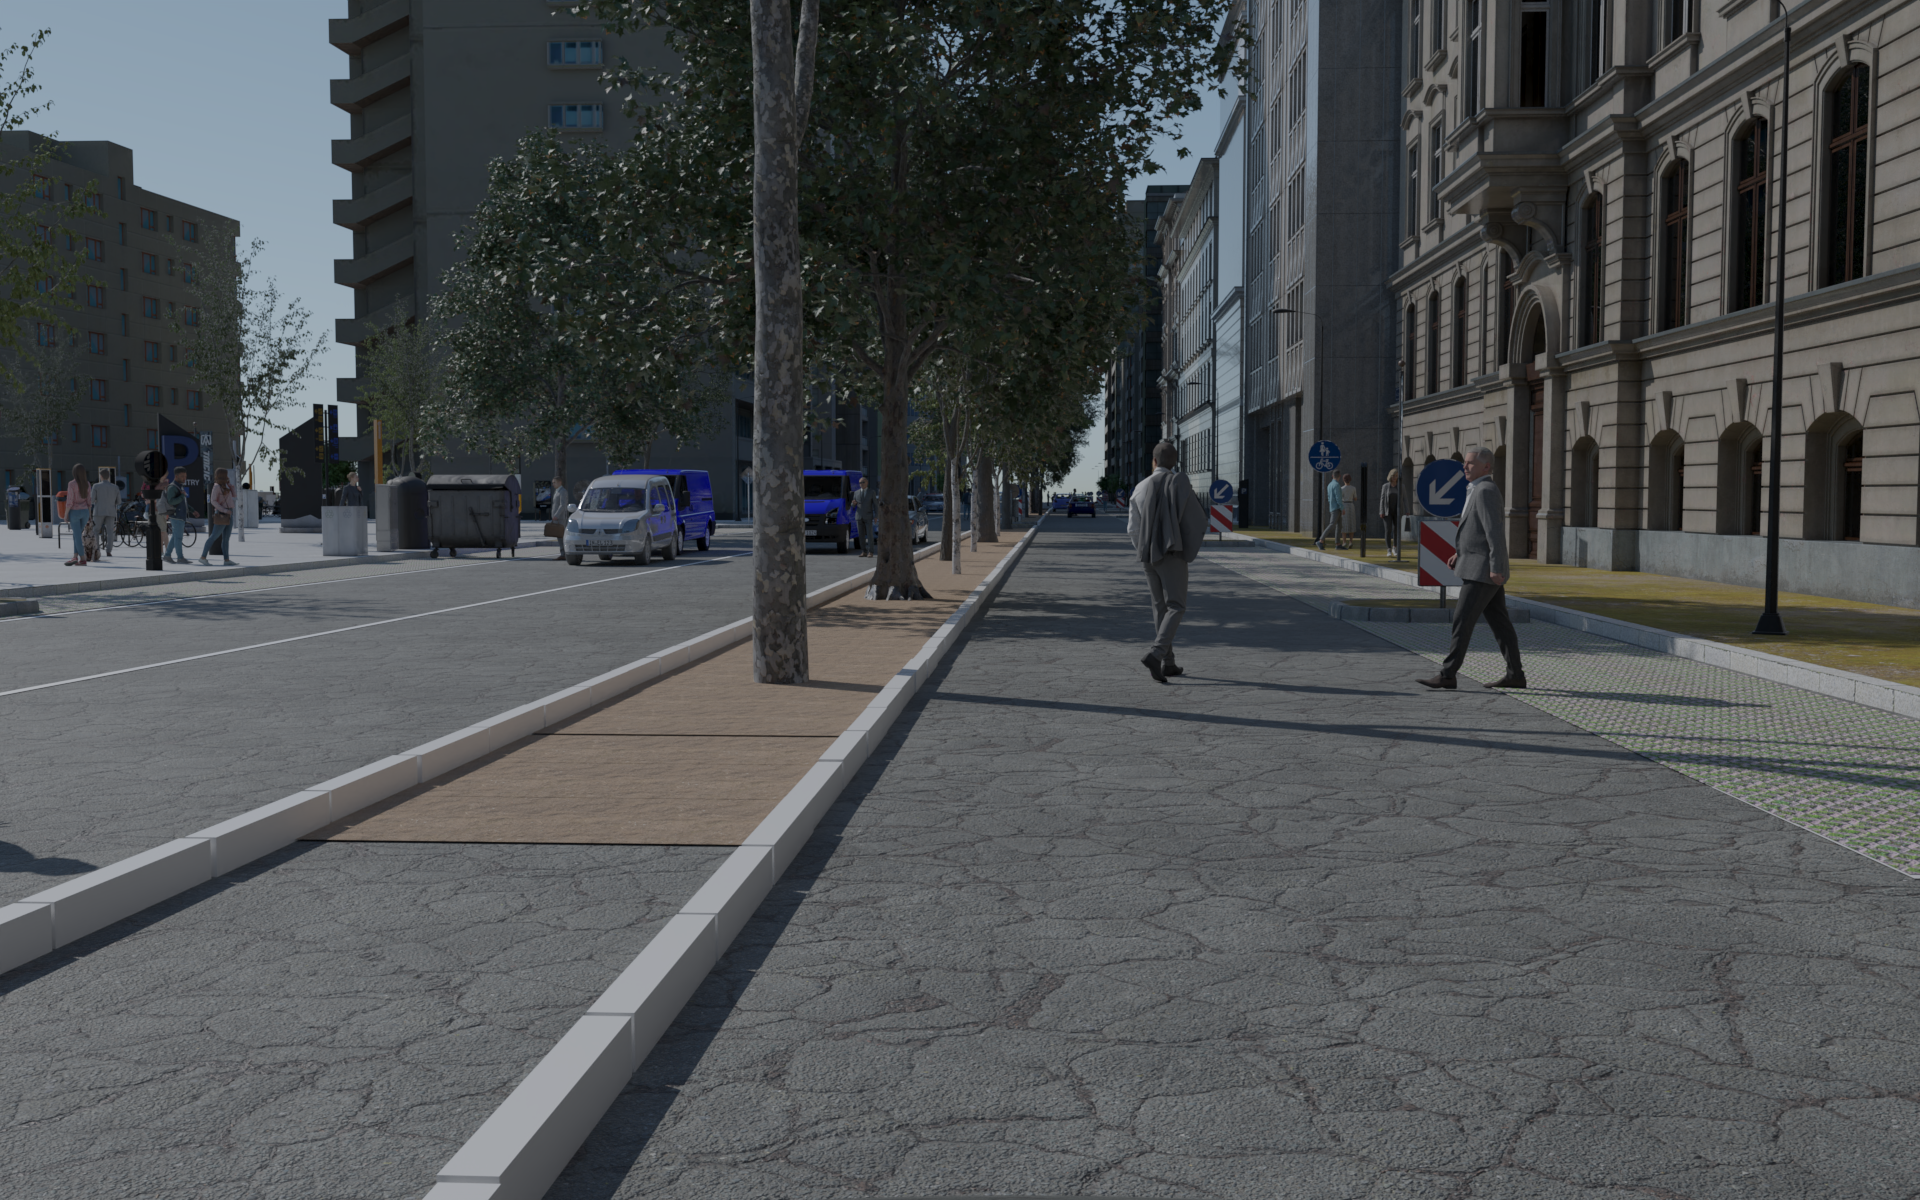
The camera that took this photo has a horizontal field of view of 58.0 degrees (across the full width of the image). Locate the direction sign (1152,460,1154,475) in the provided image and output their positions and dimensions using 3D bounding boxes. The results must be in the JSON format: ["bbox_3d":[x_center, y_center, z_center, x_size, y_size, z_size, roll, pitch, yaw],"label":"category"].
[{"bbox_3d":[13.054,-7.605,116.337,0.379,3.537,0.876,-1,4,-14],"label":"direction sign"}]

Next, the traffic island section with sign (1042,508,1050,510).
[{"bbox_3d":[7.030,-8.987,155.067,2.006,1.907,1.989,0,4,3],"label":"traffic island section with sign"}]

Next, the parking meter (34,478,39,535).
[{"bbox_3d":[-28.575,-2.948,53.914,0.399,1.863,0.255,1,4,13],"label":"parking meter"}]

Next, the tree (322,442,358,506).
[{"bbox_3d":[-34.059,-6.731,93.759,4.285,4.588,4.351,0,3,0],"label":"tree"}]

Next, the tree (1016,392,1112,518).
[{"bbox_3d":[3.980,-11.746,104.880,12.009,13.543,11.850,0,3,0],"label":"tree"}]

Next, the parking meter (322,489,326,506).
[{"bbox_3d":[-24.788,-3.602,67.296,0.372,1.533,0.369,0,3,0],"label":"parking meter"}]

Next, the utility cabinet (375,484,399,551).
[{"bbox_3d":[-12.811,-1.840,38.768,0.318,1.500,1.173,-1,4,-10],"label":"utility cabinet"}]

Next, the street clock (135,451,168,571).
[{"bbox_3d":[-13.524,-1.495,29.016,0.358,2.002,0.471,2,4,28],"label":"street clock"}]

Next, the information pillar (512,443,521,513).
[{"bbox_3d":[-18.726,-4.992,72.976,0.504,3.616,0.183,2,4,26],"label":"information pillar"}]

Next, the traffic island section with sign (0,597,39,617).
[{"bbox_3d":[-12.085,-0.718,20.371,1.989,1.847,2.006,0,4,3],"label":"traffic island section with sign"}]

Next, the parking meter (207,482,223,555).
[{"bbox_3d":[-15.629,-1.715,36.454,0.372,1.533,0.369,0,3,0],"label":"parking meter"}]

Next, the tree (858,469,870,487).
[{"bbox_3d":[-7.987,-8.629,135.687,1.663,3.219,1.824,0,3,0],"label":"tree"}]

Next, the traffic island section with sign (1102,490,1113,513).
[{"bbox_3d":[11.882,-7.411,129.792,1.989,1.847,2.006,0,4,3],"label":"traffic island section with sign"}]

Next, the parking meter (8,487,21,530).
[{"bbox_3d":[-33.782,-3.270,61.878,0.372,1.533,0.369,0,3,0],"label":"parking meter"}]

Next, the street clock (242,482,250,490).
[{"bbox_3d":[-43.926,-6.241,106.609,0.471,2.002,0.358,-2,4,-24],"label":"street clock"}]

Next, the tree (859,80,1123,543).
[{"bbox_3d":[0.787,-8.653,50.589,9.857,13.997,8.962,0,3,0],"label":"tree"}]

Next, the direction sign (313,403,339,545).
[{"bbox_3d":[-15.978,-3.163,43.718,0.379,3.537,0.876,1,4,21],"label":"direction sign"}]

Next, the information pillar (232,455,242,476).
[{"bbox_3d":[-39.382,-6.297,94.317,0.504,3.616,0.183,0,4,-5],"label":"information pillar"}]

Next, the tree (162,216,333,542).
[{"bbox_3d":[-19.176,-5.860,46.177,4.360,8.622,3.978,0,3,0],"label":"tree"}]

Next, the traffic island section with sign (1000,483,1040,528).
[{"bbox_3d":[2.583,-4.399,80.060,2.006,1.907,1.989,0,4,3],"label":"traffic island section with sign"}]

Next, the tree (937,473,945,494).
[{"bbox_3d":[-2.231,-15.272,233.416,4.285,4.588,4.351,0,3,0],"label":"tree"}]

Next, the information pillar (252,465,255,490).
[{"bbox_3d":[-57.137,-9.107,140.257,0.183,3.616,0.504,-1,4,-17],"label":"information pillar"}]

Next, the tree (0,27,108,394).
[{"bbox_3d":[-15.001,-4.611,25.745,4.737,8.622,4.395,0,3,0],"label":"tree"}]

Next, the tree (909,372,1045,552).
[{"bbox_3d":[0.313,-5.491,42.605,4.737,8.622,4.395,0,3,0],"label":"tree"}]

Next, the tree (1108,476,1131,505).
[{"bbox_3d":[17.695,-11.919,189.473,1.663,3.219,1.824,0,3,0],"label":"tree"}]

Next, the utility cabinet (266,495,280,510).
[{"bbox_3d":[-55.393,-7.860,139.676,1.020,1.237,0.306,0,4,5],"label":"utility cabinet"}]

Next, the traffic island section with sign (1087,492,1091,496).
[{"bbox_3d":[16.443,-12.117,206.739,1.989,1.847,2.006,0,4,3],"label":"traffic island section with sign"}]

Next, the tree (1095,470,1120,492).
[{"bbox_3d":[22.433,-17.255,265.827,4.285,4.588,4.351,0,3,0],"label":"tree"}]

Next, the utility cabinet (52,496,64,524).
[{"bbox_3d":[-38.865,-3.877,74.544,0.306,1.237,1.020,0,4,-1],"label":"utility cabinet"}]

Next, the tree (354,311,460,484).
[{"bbox_3d":[-22.757,-7.358,70.665,4.737,8.622,4.395,0,3,0],"label":"tree"}]

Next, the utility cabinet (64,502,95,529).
[{"bbox_3d":[-31.871,-3.164,62.894,1.020,1.237,0.306,1,4,8],"label":"utility cabinet"}]

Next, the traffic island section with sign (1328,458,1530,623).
[{"bbox_3d":[5.355,-0.701,20.095,1.989,1.847,2.006,0,4,3],"label":"traffic island section with sign"}]

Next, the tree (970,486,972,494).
[{"bbox_3d":[2.213,-18.326,294.227,1.663,3.219,1.824,0,3,0],"label":"tree"}]

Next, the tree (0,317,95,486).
[{"bbox_3d":[-37.926,-7.408,71.478,4.360,8.622,3.978,0,3,0],"label":"tree"}]

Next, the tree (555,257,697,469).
[{"bbox_3d":[-11.699,-7.914,63.801,8.767,10.594,7.601,-1,4,-16],"label":"tree"}]

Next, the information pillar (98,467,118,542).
[{"bbox_3d":[-23.012,-2.587,46.788,0.304,2.012,0.304,0,4,7],"label":"information pillar"}]

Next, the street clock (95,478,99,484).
[{"bbox_3d":[-37.449,-4.345,75.604,0.358,2.002,0.471,3,4,37],"label":"street clock"}]

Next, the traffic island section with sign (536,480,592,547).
[{"bbox_3d":[-10.451,-2.394,47.771,1.989,1.847,2.006,0,4,3],"label":"traffic island section with sign"}]

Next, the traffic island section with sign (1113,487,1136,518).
[{"bbox_3d":[10.280,-5.765,102.885,1.989,1.847,2.006,0,4,3],"label":"traffic island section with sign"}]

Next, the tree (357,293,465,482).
[{"bbox_3d":[-20.102,-6.980,64.479,4.360,8.622,3.978,0,3,0],"label":"tree"}]

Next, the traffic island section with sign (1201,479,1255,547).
[{"bbox_3d":[6.967,-2.371,47.392,1.989,1.847,2.006,0,4,3],"label":"traffic island section with sign"}]

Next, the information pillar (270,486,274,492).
[{"bbox_3d":[-62.750,-9.389,158.002,0.304,2.012,0.304,3,5,44],"label":"information pillar"}]

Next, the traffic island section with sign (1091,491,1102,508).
[{"bbox_3d":[14.820,-10.443,179.367,1.989,1.847,2.006,0,4,3],"label":"traffic island section with sign"}]

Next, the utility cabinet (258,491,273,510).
[{"bbox_3d":[-56.645,-8.107,141.221,1.173,1.500,0.318,-1,4,-21],"label":"utility cabinet"}]

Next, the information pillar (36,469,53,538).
[{"bbox_3d":[-26.567,-2.800,50.269,0.304,2.012,0.304,-3,5,-45],"label":"information pillar"}]

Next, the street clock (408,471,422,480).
[{"bbox_3d":[-17.433,-3.110,55.411,0.471,2.002,0.358,3,5,39],"label":"street clock"}]

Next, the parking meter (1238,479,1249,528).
[{"bbox_3d":[10.661,-3.641,65.238,0.399,1.863,0.255,0,4,4],"label":"parking meter"}]

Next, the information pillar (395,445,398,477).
[{"bbox_3d":[-26.728,-5.555,82.177,0.183,3.616,0.504,-1,4,-13],"label":"information pillar"}]

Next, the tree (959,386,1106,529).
[{"bbox_3d":[1.947,-9.091,69.217,7.486,12.596,7.792,0,3,0],"label":"tree"}]

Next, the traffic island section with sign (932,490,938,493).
[{"bbox_3d":[-2.572,-10.508,180.435,1.989,1.847,2.006,0,4,3],"label":"traffic island section with sign"}]
